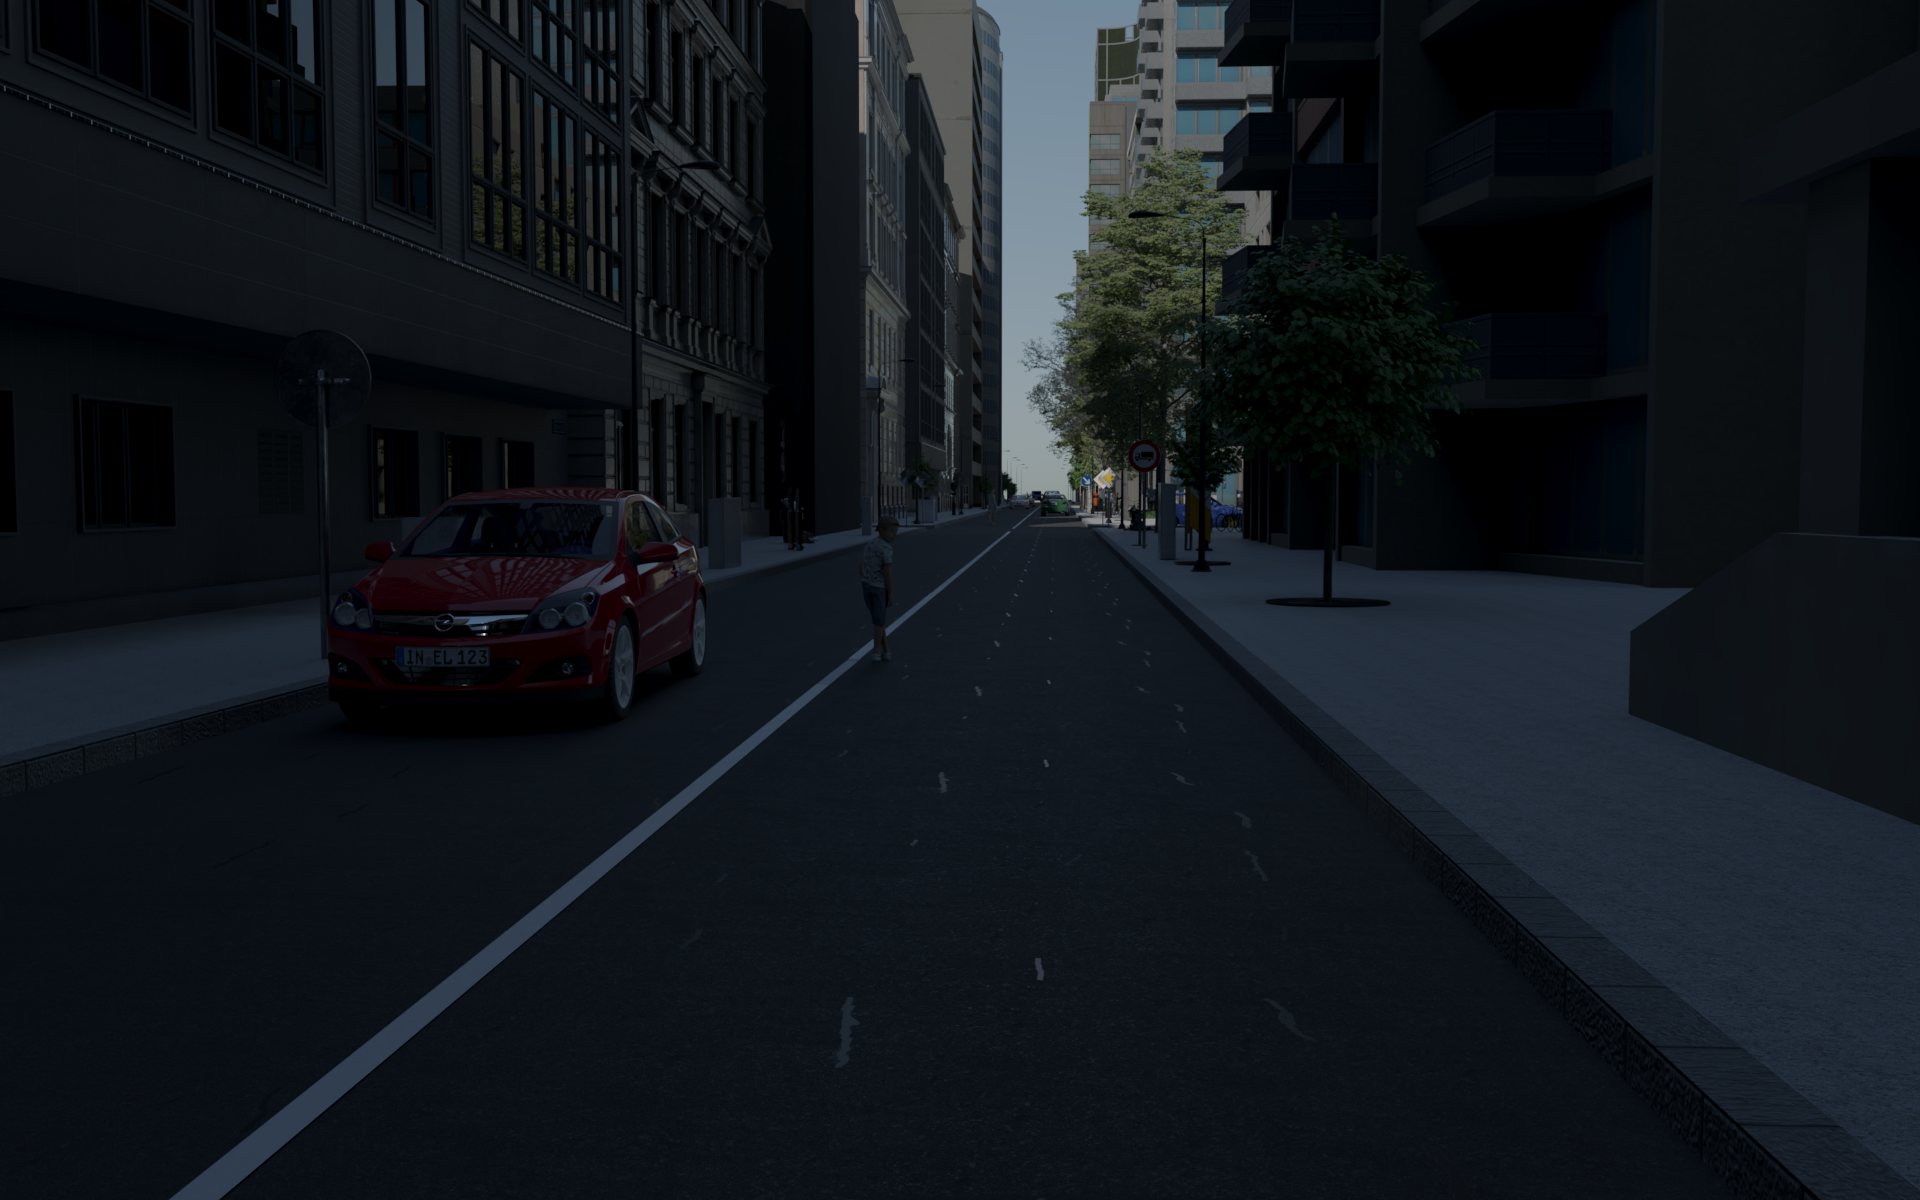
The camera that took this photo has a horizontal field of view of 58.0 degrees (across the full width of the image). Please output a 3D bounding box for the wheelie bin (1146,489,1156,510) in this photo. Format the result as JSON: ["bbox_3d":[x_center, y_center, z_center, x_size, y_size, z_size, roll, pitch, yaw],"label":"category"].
[{"bbox_3d":[12.297,-6.289,110.732,0.980,1.594,0.693,-1,4,-18],"label":"wheelie bin"}]

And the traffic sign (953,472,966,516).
[{"bbox_3d":[-0.053,-6.238,102.099,0.768,2.556,0.104,1,4,10],"label":"traffic sign"}]

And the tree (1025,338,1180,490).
[{"bbox_3d":[8.053,-9.824,95.029,8.767,10.594,7.601,-1,4,-13],"label":"tree"}]

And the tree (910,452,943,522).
[{"bbox_3d":[-1.585,-5.150,78.800,1.663,3.219,1.824,0,3,0],"label":"tree"}]

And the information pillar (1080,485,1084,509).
[{"bbox_3d":[10.194,-8.606,145.195,0.304,2.012,0.304,0,4,-6],"label":"information pillar"}]

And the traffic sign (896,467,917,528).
[{"bbox_3d":[-1.998,-3.742,64.831,0.795,2.450,0.064,0,4,3],"label":"traffic sign"}]

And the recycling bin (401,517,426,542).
[{"bbox_3d":[-5.525,-0.375,18.691,0.722,1.027,0.722,1,4,13],"label":"recycling bin"}]

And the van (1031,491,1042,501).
[{"bbox_3d":[13.310,-18.175,301.548,2.240,2.365,5.245,0,4,2],"label":"van"}]

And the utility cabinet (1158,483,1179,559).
[{"bbox_3d":[4.101,-1.563,34.227,0.318,1.500,1.173,0,4,4],"label":"utility cabinet"}]

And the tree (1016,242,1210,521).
[{"bbox_3d":[7.858,-10.555,82.941,12.009,13.543,11.850,0,3,0],"label":"tree"}]

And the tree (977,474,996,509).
[{"bbox_3d":[2.324,-9.663,152.593,1.663,3.219,1.824,0,3,0],"label":"tree"}]

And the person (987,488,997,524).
[{"bbox_3d":[1.521,-4.447,81.966,0.466,1.731,0.760,0,4,6],"label":"person"}]

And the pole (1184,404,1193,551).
[{"bbox_3d":[5.194,-2.779,39.281,0.158,3.312,0.155,0,3,0],"label":"pole"}]

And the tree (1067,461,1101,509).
[{"bbox_3d":[10.827,-10.171,150.003,4.285,4.588,4.351,0,3,0],"label":"tree"}]

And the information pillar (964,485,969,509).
[{"bbox_3d":[0.519,-8.713,146.952,0.304,2.012,0.304,-3,4,-36],"label":"information pillar"}]

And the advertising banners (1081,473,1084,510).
[{"bbox_3d":[9.936,-8.817,140.338,0.090,3.025,2.074,1,4,10],"label":"advertising banners"}]

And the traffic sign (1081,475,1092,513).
[{"bbox_3d":[8.476,-7.088,116.002,0.768,2.556,0.104,1,4,13],"label":"traffic sign"}]

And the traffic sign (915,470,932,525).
[{"bbox_3d":[-1.560,-4.230,72.804,0.795,2.450,0.064,0,4,3],"label":"traffic sign"}]

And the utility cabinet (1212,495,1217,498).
[{"bbox_3d":[14.900,-5.684,104.094,1.020,1.237,0.306,0,4,-4],"label":"utility cabinet"}]

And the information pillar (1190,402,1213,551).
[{"bbox_3d":[5.434,-2.911,38.952,0.504,3.616,0.183,-1,4,-18],"label":"information pillar"}]

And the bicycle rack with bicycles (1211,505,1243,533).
[{"bbox_3d":[8.945,-2.725,57.930,2.852,0.926,2.925,-1,4,-9],"label":"bicycle rack with bicycles"}]

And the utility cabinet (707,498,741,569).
[{"bbox_3d":[-4.093,-1.159,30.105,0.306,1.237,1.020,1,4,10],"label":"utility cabinet"}]

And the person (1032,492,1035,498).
[{"bbox_3d":[9.836,-13.719,233.614,0.445,1.727,0.742,2,4,24],"label":"person"}]

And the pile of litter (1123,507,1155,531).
[{"bbox_3d":[6.336,-2.852,60.590,1.176,0.858,1.719,0,4,-8],"label":"pile of litter"}]

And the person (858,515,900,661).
[{"bbox_3d":[-0.696,-0.106,14.912,0.352,1.250,0.332,0,4,-5],"label":"person"}]

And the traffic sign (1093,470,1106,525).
[{"bbox_3d":[5.972,-4.204,72.371,0.795,2.450,0.064,0,4,3],"label":"traffic sign"}]

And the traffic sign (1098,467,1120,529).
[{"bbox_3d":[5.534,-3.716,64.398,0.795,2.450,0.064,0,4,3],"label":"traffic sign"}]

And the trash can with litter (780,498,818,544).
[{"bbox_3d":[-4.182,-2.071,45.242,1.055,1.170,0.624,2,4,32],"label":"trash can with litter"}]

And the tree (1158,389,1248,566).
[{"bbox_3d":[4.339,-2.256,31.490,1.663,3.219,1.824,0,3,0],"label":"tree"}]

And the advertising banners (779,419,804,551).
[{"bbox_3d":[-3.887,-2.668,39.813,0.090,3.025,2.074,-1,4,-19],"label":"advertising banners"}]

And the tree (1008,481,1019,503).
[{"bbox_3d":[7.839,-15.869,254.059,1.663,3.219,1.824,0,3,0],"label":"tree"}]

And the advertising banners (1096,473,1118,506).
[{"bbox_3d":[12.004,-8.852,140.916,2.074,3.025,0.090,-1,4,-19],"label":"advertising banners"}]

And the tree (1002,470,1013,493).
[{"bbox_3d":[5.319,-14.742,224.752,4.285,4.588,4.351,0,3,0],"label":"tree"}]

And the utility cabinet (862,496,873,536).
[{"bbox_3d":[-2.890,-2.624,54.071,0.306,1.237,1.020,0,3,0],"label":"utility cabinet"}]

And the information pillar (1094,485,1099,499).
[{"bbox_3d":[10.798,-8.104,136.985,0.304,2.012,0.304,-1,4,-9],"label":"information pillar"}]

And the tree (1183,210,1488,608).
[{"bbox_3d":[4.327,-2.223,20.062,4.285,4.588,4.351,0,3,0],"label":"tree"}]

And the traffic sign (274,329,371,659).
[{"bbox_3d":[-4.934,-0.814,13.410,0.768,2.556,0.104,0,4,3],"label":"traffic sign"}]

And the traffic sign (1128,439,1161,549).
[{"bbox_3d":[4.317,-2.473,40.544,0.768,2.556,0.104,1,4,11],"label":"traffic sign"}]

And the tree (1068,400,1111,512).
[{"bbox_3d":[9.141,-10.472,121.577,4.737,8.622,4.395,0,3,0],"label":"tree"}]

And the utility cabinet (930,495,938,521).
[{"bbox_3d":[-1.242,-4.363,82.500,0.306,1.237,1.020,0,4,-5],"label":"utility cabinet"}]

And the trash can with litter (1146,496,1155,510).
[{"bbox_3d":[12.091,-5.985,109.236,1.055,1.170,0.624,-3,5,-40],"label":"trash can with litter"}]

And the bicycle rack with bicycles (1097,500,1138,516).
[{"bbox_3d":[9.266,-5.433,102.216,2.852,0.926,2.925,0,4,-7],"label":"bicycle rack with bicycles"}]

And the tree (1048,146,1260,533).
[{"bbox_3d":[6.803,-8.468,56.586,7.486,12.596,7.792,0,3,0],"label":"tree"}]

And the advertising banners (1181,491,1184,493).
[{"bbox_3d":[13.587,-6.659,105.066,0.090,3.025,2.074,0,4,-1],"label":"advertising banners"}]

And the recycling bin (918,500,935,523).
[{"bbox_3d":[-1.479,-3.919,76.635,0.722,1.027,0.722,0,4,2],"label":"recycling bin"}]
